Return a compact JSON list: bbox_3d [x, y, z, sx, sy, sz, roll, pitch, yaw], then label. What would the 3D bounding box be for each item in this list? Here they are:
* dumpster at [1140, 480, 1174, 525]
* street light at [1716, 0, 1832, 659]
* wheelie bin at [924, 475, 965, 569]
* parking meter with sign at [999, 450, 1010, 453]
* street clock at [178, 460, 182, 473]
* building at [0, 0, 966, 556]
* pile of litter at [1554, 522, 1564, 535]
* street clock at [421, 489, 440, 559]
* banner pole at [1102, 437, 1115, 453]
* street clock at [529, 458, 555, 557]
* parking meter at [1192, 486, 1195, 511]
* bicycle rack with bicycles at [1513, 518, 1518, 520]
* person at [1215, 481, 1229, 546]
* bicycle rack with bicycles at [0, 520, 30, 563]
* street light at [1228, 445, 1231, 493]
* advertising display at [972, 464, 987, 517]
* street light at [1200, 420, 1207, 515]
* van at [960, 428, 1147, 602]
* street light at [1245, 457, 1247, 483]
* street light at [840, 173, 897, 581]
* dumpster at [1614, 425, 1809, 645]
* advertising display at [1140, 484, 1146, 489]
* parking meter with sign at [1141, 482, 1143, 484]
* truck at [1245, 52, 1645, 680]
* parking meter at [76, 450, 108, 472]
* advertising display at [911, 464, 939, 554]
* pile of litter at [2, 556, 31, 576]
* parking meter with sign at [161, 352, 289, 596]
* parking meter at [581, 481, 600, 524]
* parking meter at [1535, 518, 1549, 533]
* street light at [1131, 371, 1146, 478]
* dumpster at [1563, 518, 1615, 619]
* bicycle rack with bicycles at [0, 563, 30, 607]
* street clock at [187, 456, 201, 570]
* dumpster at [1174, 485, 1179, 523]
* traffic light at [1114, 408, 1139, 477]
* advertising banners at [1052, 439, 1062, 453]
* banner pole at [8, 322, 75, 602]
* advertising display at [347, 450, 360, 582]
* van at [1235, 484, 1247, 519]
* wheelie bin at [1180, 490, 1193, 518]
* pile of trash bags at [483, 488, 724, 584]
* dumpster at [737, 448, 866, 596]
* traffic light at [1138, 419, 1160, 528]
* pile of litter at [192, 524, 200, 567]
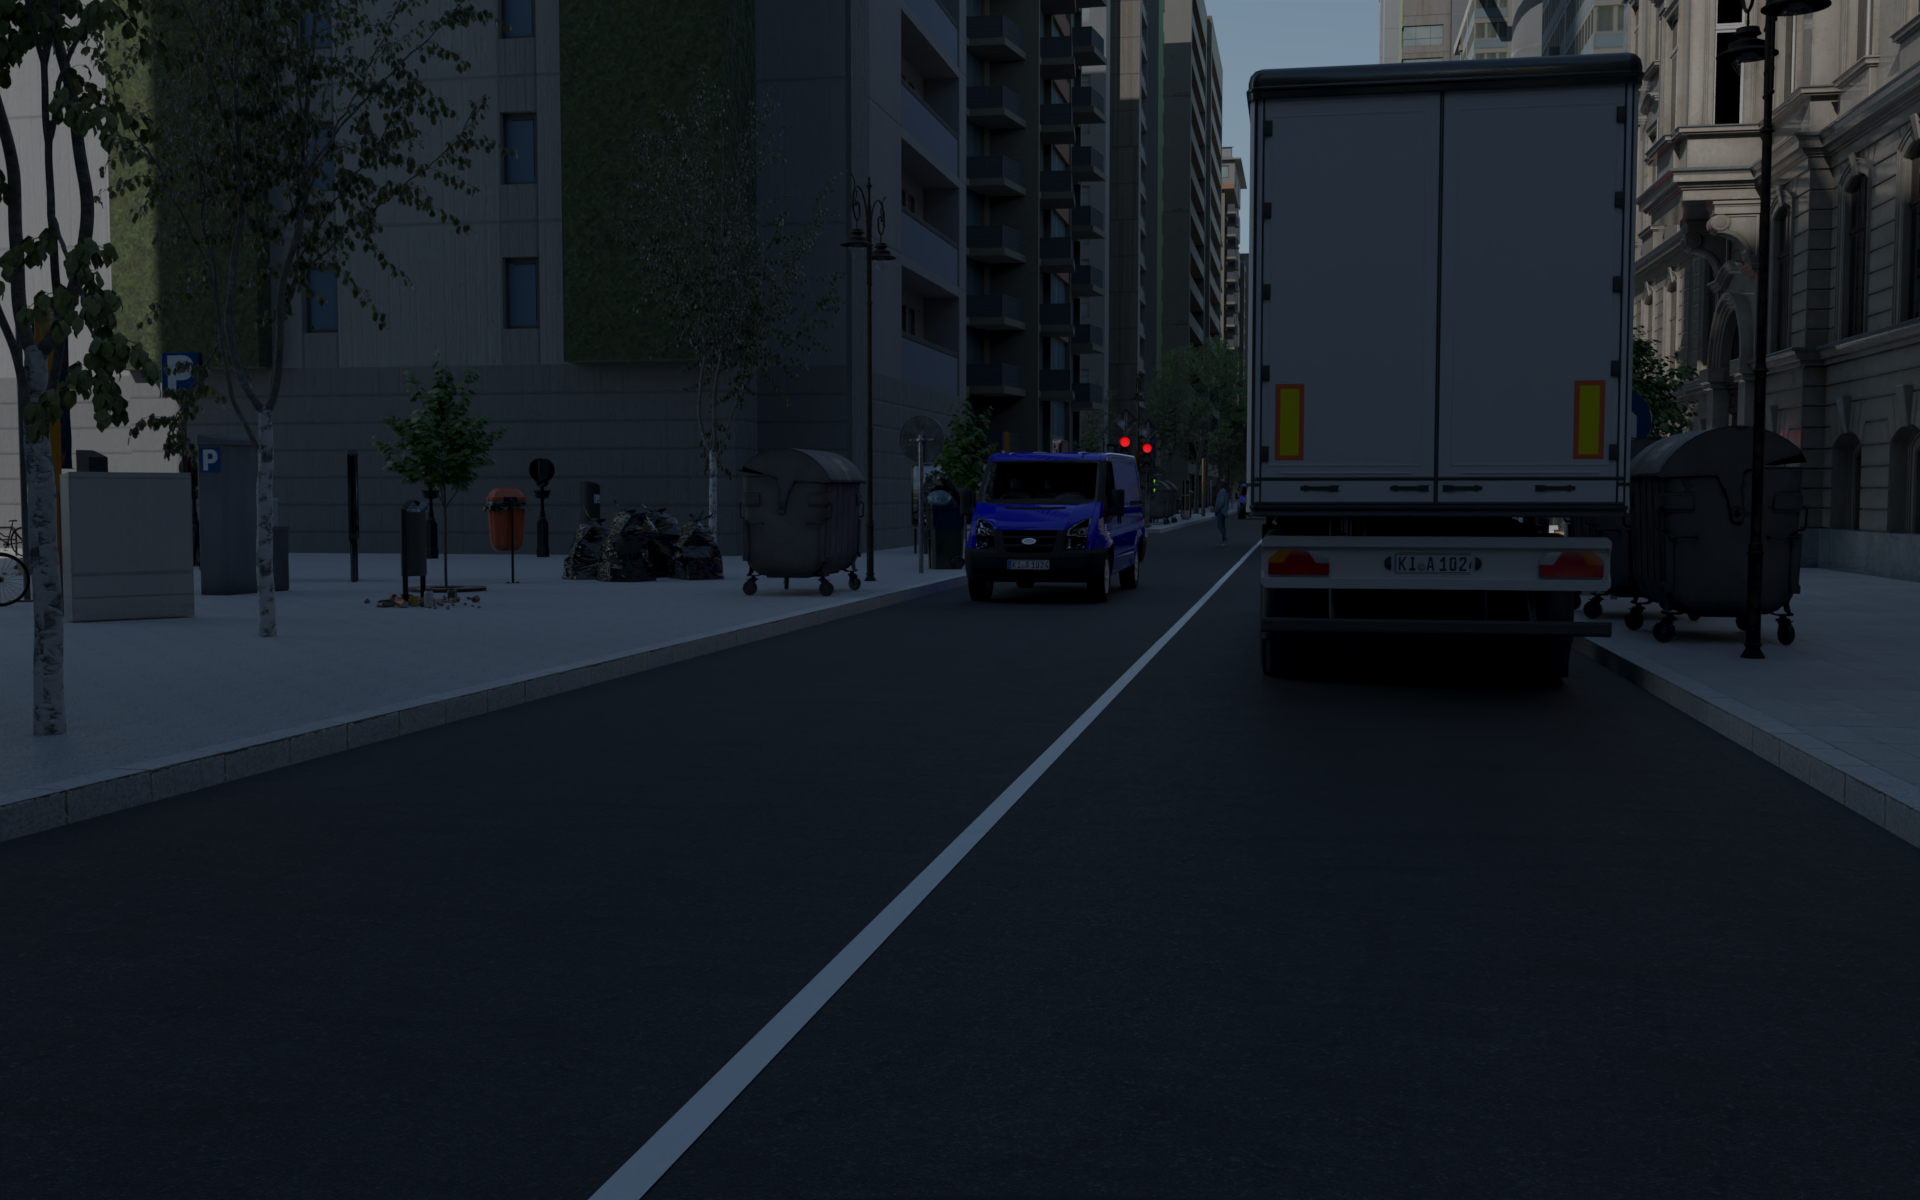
[{"bbox_3d":[8.202,-4.114,73.015,1.264,1.857,1.865,1,4,11],"label":"dumpster"},{"bbox_3d":[6.205,-2.483,13.377,0.468,5.910,1.993,1,4,11],"label":"street light"},{"bbox_3d":[-0.260,-1.330,29.661,0.693,1.594,0.980,-1,4,-10],"label":"wheelie bin"},{"bbox_3d":[1.193,-4.466,69.272,0.543,3.016,1.738,-3,5,-45],"label":"parking meter with sign"},{"bbox_3d":[-14.605,-1.741,33.034,0.471,2.002,0.358,-3,5,-40],"label":"street clock"},{"bbox_3d":[-14.435,-30.834,46.143,28.212,58.520,21.231,1,4,11],"label":"building"},{"bbox_3d":[19.201,-2.431,53.707,1.719,0.858,1.176,2,4,34],"label":"pile of litter"},{"bbox_3d":[-10.486,-1.820,34.324,0.358,2.002,0.471,2,4,35],"label":"street clock"},{"bbox_3d":[6.486,-5.266,76.123,0.401,3.779,0.863,-3,5,-43],"label":"banner pole"},{"bbox_3d":[-8.476,-1.870,35.147,0.471,2.002,0.358,1,4,18],"label":"street clock"},{"bbox_3d":[17.699,-7.649,130.780,0.255,1.863,0.399,1,4,12],"label":"parking meter"},{"bbox_3d":[29.938,-5.179,98.060,2.852,0.926,2.925,1,4,15],"label":"bicycle rack with bicycles"},{"bbox_3d":[7.261,-2.388,47.805,0.793,1.790,0.793,-1,4,-11],"label":"person"},{"bbox_3d":[-18.747,-1.324,35.029,2.852,0.926,2.925,1,4,13],"label":"bicycle rack with bicycles"},{"bbox_3d":[21.742,-10.240,140.219,0.468,5.910,1.993,1,4,11],"label":"street light"},{"bbox_3d":[0.728,-1.816,34.911,0.974,1.923,0.123,-1,4,-18],"label":"advertising display"},{"bbox_3d":[14.922,-8.179,106.512,0.468,5.910,1.993,1,4,11],"label":"street light"},{"bbox_3d":[1.441,-1.253,24.869,2.240,2.365,5.245,1,4,12],"label":"van"},{"bbox_3d":[30.038,-12.774,181.640,0.468,5.910,1.993,1,4,11],"label":"street light"},{"bbox_3d":[-1.324,-3.216,25.376,0.468,5.910,1.993,1,4,11],"label":"street light"},{"bbox_3d":[6.713,-0.594,15.476,1.264,1.857,1.865,1,4,11],"label":"dumpster"},{"bbox_3d":[11.553,-6.200,106.589,0.974,1.923,0.123,1,4,10],"label":"advertising display"},{"bbox_3d":[11.143,-6.828,107.906,1.738,3.016,0.543,2,4,23],"label":"parking meter with sign"},{"bbox_3d":[4.172,-1.702,16.749,2.839,4.237,11.283,1,4,11],"label":"truck"},{"bbox_3d":[-11.422,-1.048,22.842,0.399,1.863,0.255,3,4,36],"label":"parking meter"},{"bbox_3d":[-0.592,-1.946,37.029,0.974,1.923,0.123,2,4,29],"label":"advertising display"},{"bbox_3d":[-14.755,-0.864,28.093,1.176,0.858,1.719,2,4,30],"label":"pile of litter"},{"bbox_3d":[-9.335,-1.584,22.166,0.543,3.016,1.738,1,4,16],"label":"parking meter with sign"},{"bbox_3d":[-7.253,-1.566,34.022,0.372,1.533,0.369,0,3,0],"label":"parking meter"},{"bbox_3d":[10.837,-1.468,32.414,0.372,1.533,0.369,0,3,0],"label":"parking meter"},{"bbox_3d":[6.709,-5.650,65.170,0.468,5.910,1.993,1,4,11],"label":"street light"},{"bbox_3d":[7.133,-0.767,18.296,1.264,1.857,1.865,1,4,11],"label":"dumpster"},{"bbox_3d":[-11.687,-0.303,18.337,2.925,0.926,2.852,-1,4,-19],"label":"bicycle rack with bicycles"},{"bbox_3d":[-12.693,-1.504,29.160,0.358,2.002,0.471,1,4,13],"label":"street clock"},{"bbox_3d":[9.034,-4.364,77.108,1.264,1.857,1.865,1,4,11],"label":"dumpster"},{"bbox_3d":[5.458,-4.156,56.864,0.839,4.253,0.868,1,4,11],"label":"traffic light"},{"bbox_3d":[2.654,-3.637,55.645,0.090,3.025,2.074,-2,4,-34],"label":"advertising banners"},{"bbox_3d":[-11.035,-1.882,20.793,0.401,3.779,0.863,2,4,30],"label":"banner pole"},{"bbox_3d":[-8.946,-1.244,25.552,0.123,1.923,0.974,-1,4,-17],"label":"advertising display"},{"bbox_3d":[17.123,-5.855,100.107,2.240,2.365,5.245,1,4,13],"label":"van"},{"bbox_3d":[12.130,-5.191,92.781,0.693,1.594,0.980,0,4,2],"label":"wheelie bin"},{"bbox_3d":[-5.358,-0.982,25.815,3.447,1.369,1.912,-2,4,-32],"label":"pile of trash bags"},{"bbox_3d":[-2.040,-1.020,22.435,1.264,1.857,1.865,1,4,11],"label":"dumpster"},{"bbox_3d":[7.029,-4.634,64.693,0.839,4.253,0.868,1,4,11],"label":"traffic light"},{"bbox_3d":[-13.838,-1.034,30.877,1.719,0.858,1.176,0,4,-1],"label":"pile of litter"}]
